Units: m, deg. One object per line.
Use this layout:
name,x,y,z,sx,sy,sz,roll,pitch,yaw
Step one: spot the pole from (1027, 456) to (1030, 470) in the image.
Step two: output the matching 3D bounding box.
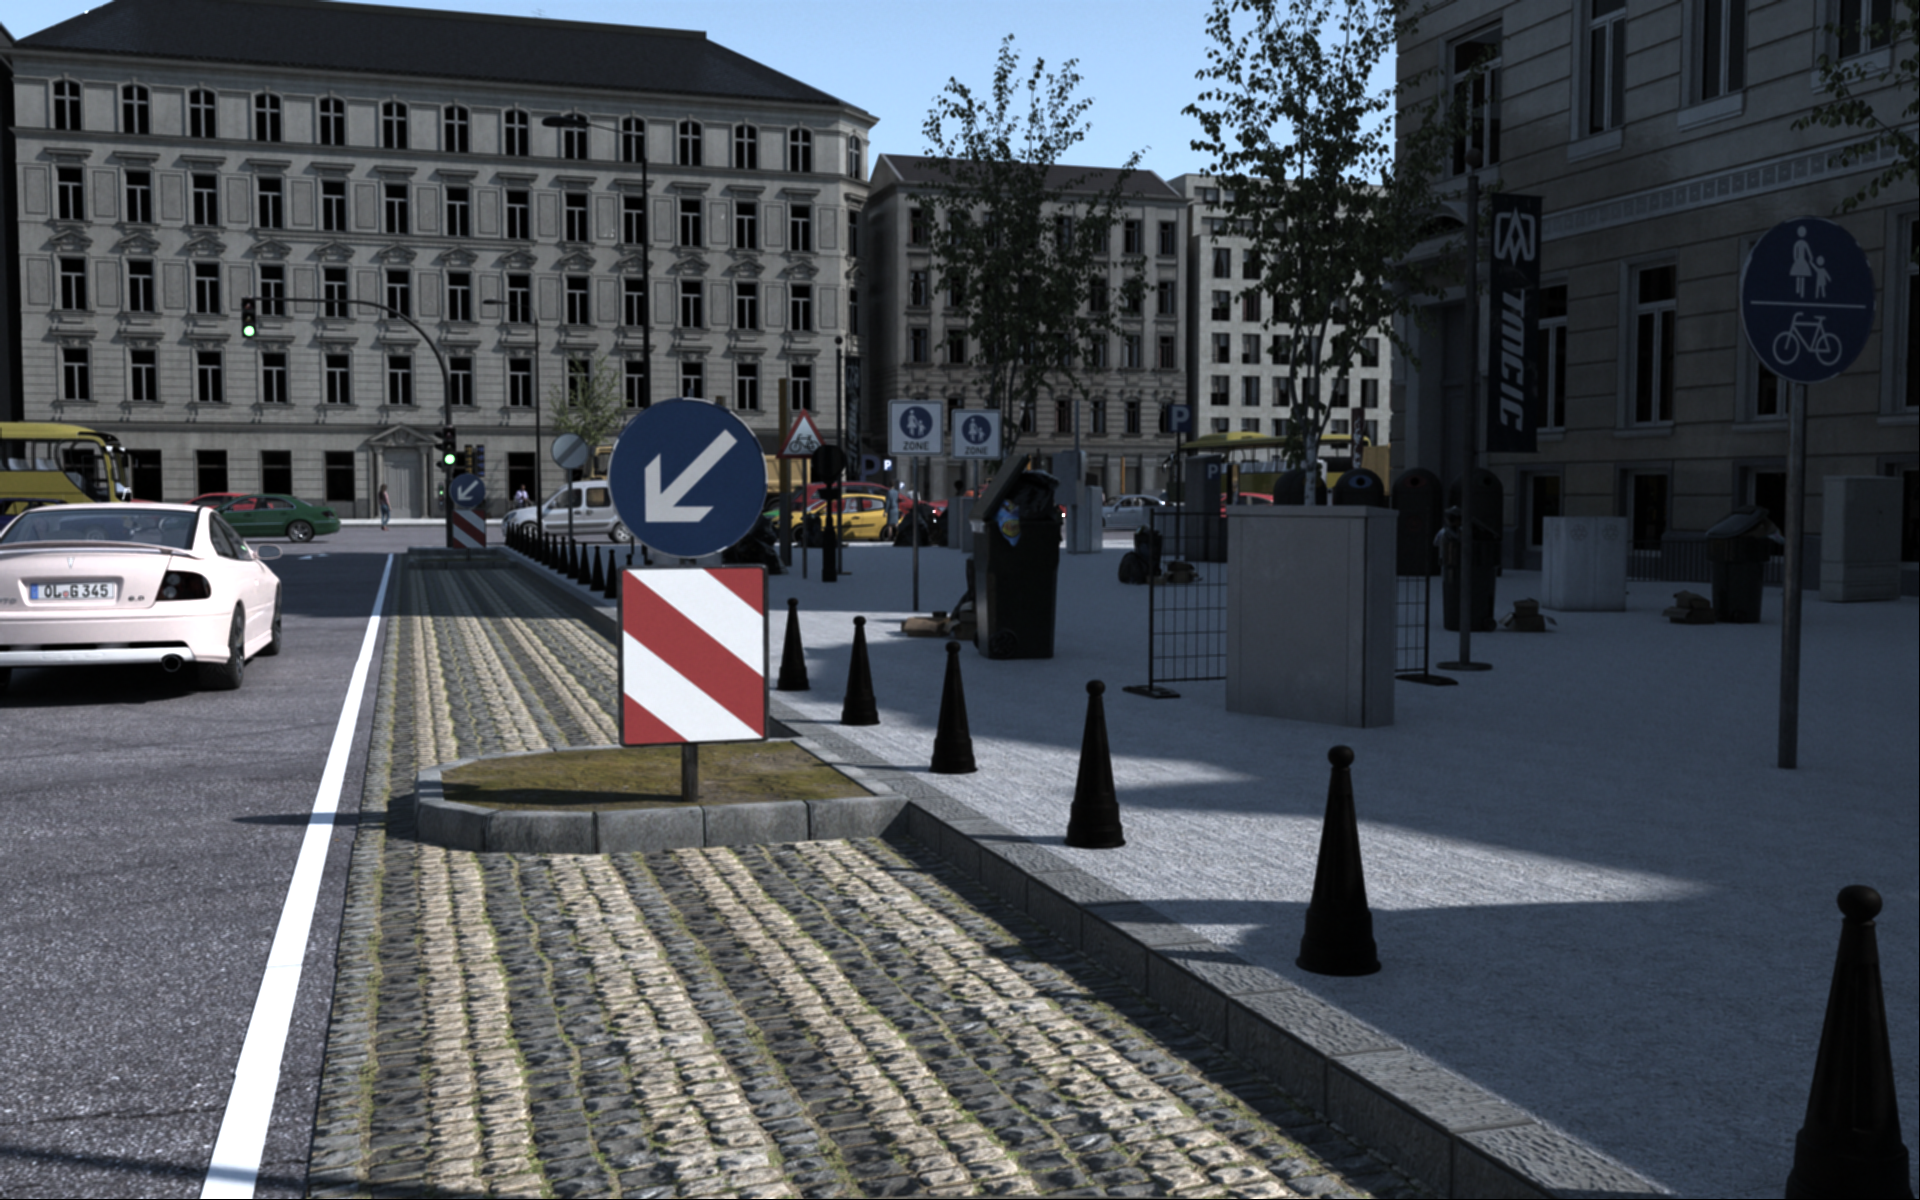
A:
pole,3.617,-5.963,91.332,0.158,3.312,0.155,0,3,0

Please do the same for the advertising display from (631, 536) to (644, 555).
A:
advertising display,-6.543,-1.916,36.547,0.974,1.923,0.123,1,4,20

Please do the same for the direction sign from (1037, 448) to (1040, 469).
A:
direction sign,3.884,-5.751,86.019,0.379,3.537,0.876,0,4,-5

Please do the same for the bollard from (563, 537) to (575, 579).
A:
bollard,-5.865,-0.627,26.290,0.229,0.601,0.229,0,3,0

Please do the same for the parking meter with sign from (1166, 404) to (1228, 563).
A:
parking meter with sign,4.611,-2.246,32.979,0.543,3.016,1.738,-2,4,-26

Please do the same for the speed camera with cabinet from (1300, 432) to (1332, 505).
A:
speed camera with cabinet,10.041,-3.224,47.047,2.038,3.252,0.660,-2,4,-31

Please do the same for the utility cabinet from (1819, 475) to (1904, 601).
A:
utility cabinet,10.806,-0.737,20.728,1.173,1.500,0.318,-2,4,-31

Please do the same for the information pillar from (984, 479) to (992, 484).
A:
information pillar,1.384,-4.901,84.625,0.304,2.012,0.304,-1,4,-23

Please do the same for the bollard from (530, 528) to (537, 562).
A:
bollard,-7.987,-1.032,32.919,0.229,0.601,0.229,0,3,0

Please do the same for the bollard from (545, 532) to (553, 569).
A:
bollard,-6.927,-0.829,29.603,0.229,0.601,0.229,0,3,0

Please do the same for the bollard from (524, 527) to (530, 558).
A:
bollard,-8.516,-1.134,34.577,0.229,0.601,0.229,0,3,0

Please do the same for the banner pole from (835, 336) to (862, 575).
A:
banner pole,-1.805,-2.310,27.793,0.401,3.779,0.863,2,4,31

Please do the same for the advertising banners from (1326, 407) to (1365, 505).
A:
advertising banners,7.797,-2.416,35.692,0.090,3.025,2.074,-1,4,-16

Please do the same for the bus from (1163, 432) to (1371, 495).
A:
bus,11.701,-4.638,67.385,2.896,3.916,12.252,-1,4,-18

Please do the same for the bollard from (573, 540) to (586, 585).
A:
bollard,-5.340,-0.526,24.634,0.229,0.601,0.229,0,3,0

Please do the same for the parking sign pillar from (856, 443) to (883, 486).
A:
parking sign pillar,-4.446,-5.910,85.101,1.447,3.967,1.447,-1,4,-19

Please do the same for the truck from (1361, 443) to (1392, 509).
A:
truck,18.319,-3.863,59.080,9.791,3.379,3.469,-1,4,-16

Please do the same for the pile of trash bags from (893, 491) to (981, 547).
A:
pile of trash bags,-0.263,-2.067,43.544,1.912,1.369,3.447,1,4,23

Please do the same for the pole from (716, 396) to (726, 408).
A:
pole,-4.987,-2.591,36.203,0.158,3.312,0.155,0,3,0

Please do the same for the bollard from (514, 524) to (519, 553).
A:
bollard,-9.579,-1.337,37.906,0.229,0.601,0.229,0,3,0

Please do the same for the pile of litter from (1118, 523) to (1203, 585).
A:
pile of litter,2.976,-0.688,25.209,1.719,0.858,1.176,-3,5,-40

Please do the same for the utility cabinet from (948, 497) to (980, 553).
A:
utility cabinet,0.075,-1.813,40.804,0.306,1.237,1.020,2,4,29

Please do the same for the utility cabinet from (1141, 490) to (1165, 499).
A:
utility cabinet,9.592,-4.730,86.015,1.173,1.500,0.318,2,4,30

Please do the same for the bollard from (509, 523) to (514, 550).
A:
bollard,-10.109,-1.439,39.573,0.229,0.601,0.229,0,3,0

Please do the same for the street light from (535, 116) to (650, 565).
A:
street light,-4.459,-3.002,21.616,1.470,5.913,1.316,-1,4,-18

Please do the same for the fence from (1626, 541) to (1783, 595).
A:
fence,9.518,-0.412,22.115,2.069,0.683,0.278,1,4,12

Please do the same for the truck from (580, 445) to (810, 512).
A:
truck,-11.009,-4.480,69.176,9.791,3.379,3.469,-1,4,-19

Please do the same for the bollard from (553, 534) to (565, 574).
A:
bollard,-6.397,-0.728,27.944,0.229,0.601,0.229,0,3,0

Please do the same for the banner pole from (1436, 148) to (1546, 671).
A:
banner pole,3.929,-1.389,12.728,0.863,3.779,0.401,-1,4,-22

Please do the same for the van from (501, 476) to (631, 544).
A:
van,-11.213,-2.645,50.259,4.112,2.044,2.013,-1,4,-17

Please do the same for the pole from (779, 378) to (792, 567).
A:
pole,-3.090,-2.249,30.613,0.158,3.312,0.155,0,3,0

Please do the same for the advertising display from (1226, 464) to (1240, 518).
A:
advertising display,5.845,-1.950,37.090,0.123,1.923,0.974,1,4,18

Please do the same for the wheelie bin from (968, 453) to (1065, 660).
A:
wheelie bin,0.449,-0.354,13.697,0.693,1.594,0.980,-1,4,-11

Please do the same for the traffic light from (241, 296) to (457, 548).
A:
traffic light,-14.180,-4.030,40.564,4.771,5.953,1.251,-1,4,-18

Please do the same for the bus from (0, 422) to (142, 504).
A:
bus,-34.876,-4.138,59.197,12.252,3.916,2.896,-1,4,-17

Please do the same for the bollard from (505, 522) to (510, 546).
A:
bollard,-10.640,-1.540,41.227,0.229,0.601,0.229,0,3,0

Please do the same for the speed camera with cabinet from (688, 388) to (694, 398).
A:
speed camera with cabinet,-4.455,-2.310,32.107,0.660,3.252,2.038,-3,5,-40

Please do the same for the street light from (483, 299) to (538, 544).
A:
street light,-10.683,-4.222,41.571,1.470,5.913,1.316,-1,4,-18

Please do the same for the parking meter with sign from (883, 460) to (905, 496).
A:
parking meter with sign,-3.136,-5.553,87.051,0.543,3.016,1.738,-3,5,-41

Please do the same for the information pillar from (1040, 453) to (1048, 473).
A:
information pillar,4.783,-6.582,98.970,0.504,3.616,0.183,-2,4,-30

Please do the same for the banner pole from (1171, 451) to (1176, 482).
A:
banner pole,11.171,-6.039,88.757,0.863,3.779,0.401,2,4,29

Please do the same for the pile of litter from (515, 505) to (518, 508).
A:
pile of litter,-30.444,-6.446,119.364,1.719,0.858,1.176,-1,4,-15

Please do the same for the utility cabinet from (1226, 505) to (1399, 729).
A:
utility cabinet,2.000,0.076,9.913,0.306,1.237,1.020,-3,5,-39

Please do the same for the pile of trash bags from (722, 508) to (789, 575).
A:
pile of trash bags,-4.282,-1.138,28.366,1.912,1.369,3.447,-2,4,-34

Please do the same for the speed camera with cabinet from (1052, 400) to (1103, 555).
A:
speed camera with cabinet,2.535,-2.629,37.320,0.660,3.252,2.038,1,4,20

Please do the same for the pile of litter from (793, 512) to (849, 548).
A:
pile of litter,-3.400,-1.698,41.725,1.176,0.858,1.719,-2,4,-34

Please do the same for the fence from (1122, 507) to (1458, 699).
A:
fence,2.203,-0.014,11.426,2.264,1.192,0.480,-1,4,-21

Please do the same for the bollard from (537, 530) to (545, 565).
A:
bollard,-7.453,-0.931,31.259,0.229,0.601,0.229,0,3,0

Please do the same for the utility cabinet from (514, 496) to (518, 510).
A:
utility cabinet,-21.915,-4.577,86.002,0.306,1.237,1.020,-2,4,-24

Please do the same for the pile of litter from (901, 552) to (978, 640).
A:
pile of litter,0.063,-0.102,15.632,1.176,0.858,1.719,-1,4,-11

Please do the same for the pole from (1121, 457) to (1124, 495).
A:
pole,8.923,-6.193,95.099,0.158,3.312,0.155,0,3,0

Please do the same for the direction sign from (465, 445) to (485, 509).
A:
direction sign,-22.292,-5.358,79.608,0.876,3.537,0.379,-2,4,-26

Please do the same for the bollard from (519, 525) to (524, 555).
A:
bollard,-9.046,-1.235,36.232,0.229,0.601,0.229,0,3,0

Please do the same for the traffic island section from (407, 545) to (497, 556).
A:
traffic island section,-12.173,-1.173,41.462,2.009,0.180,2.903,-1,4,-18
